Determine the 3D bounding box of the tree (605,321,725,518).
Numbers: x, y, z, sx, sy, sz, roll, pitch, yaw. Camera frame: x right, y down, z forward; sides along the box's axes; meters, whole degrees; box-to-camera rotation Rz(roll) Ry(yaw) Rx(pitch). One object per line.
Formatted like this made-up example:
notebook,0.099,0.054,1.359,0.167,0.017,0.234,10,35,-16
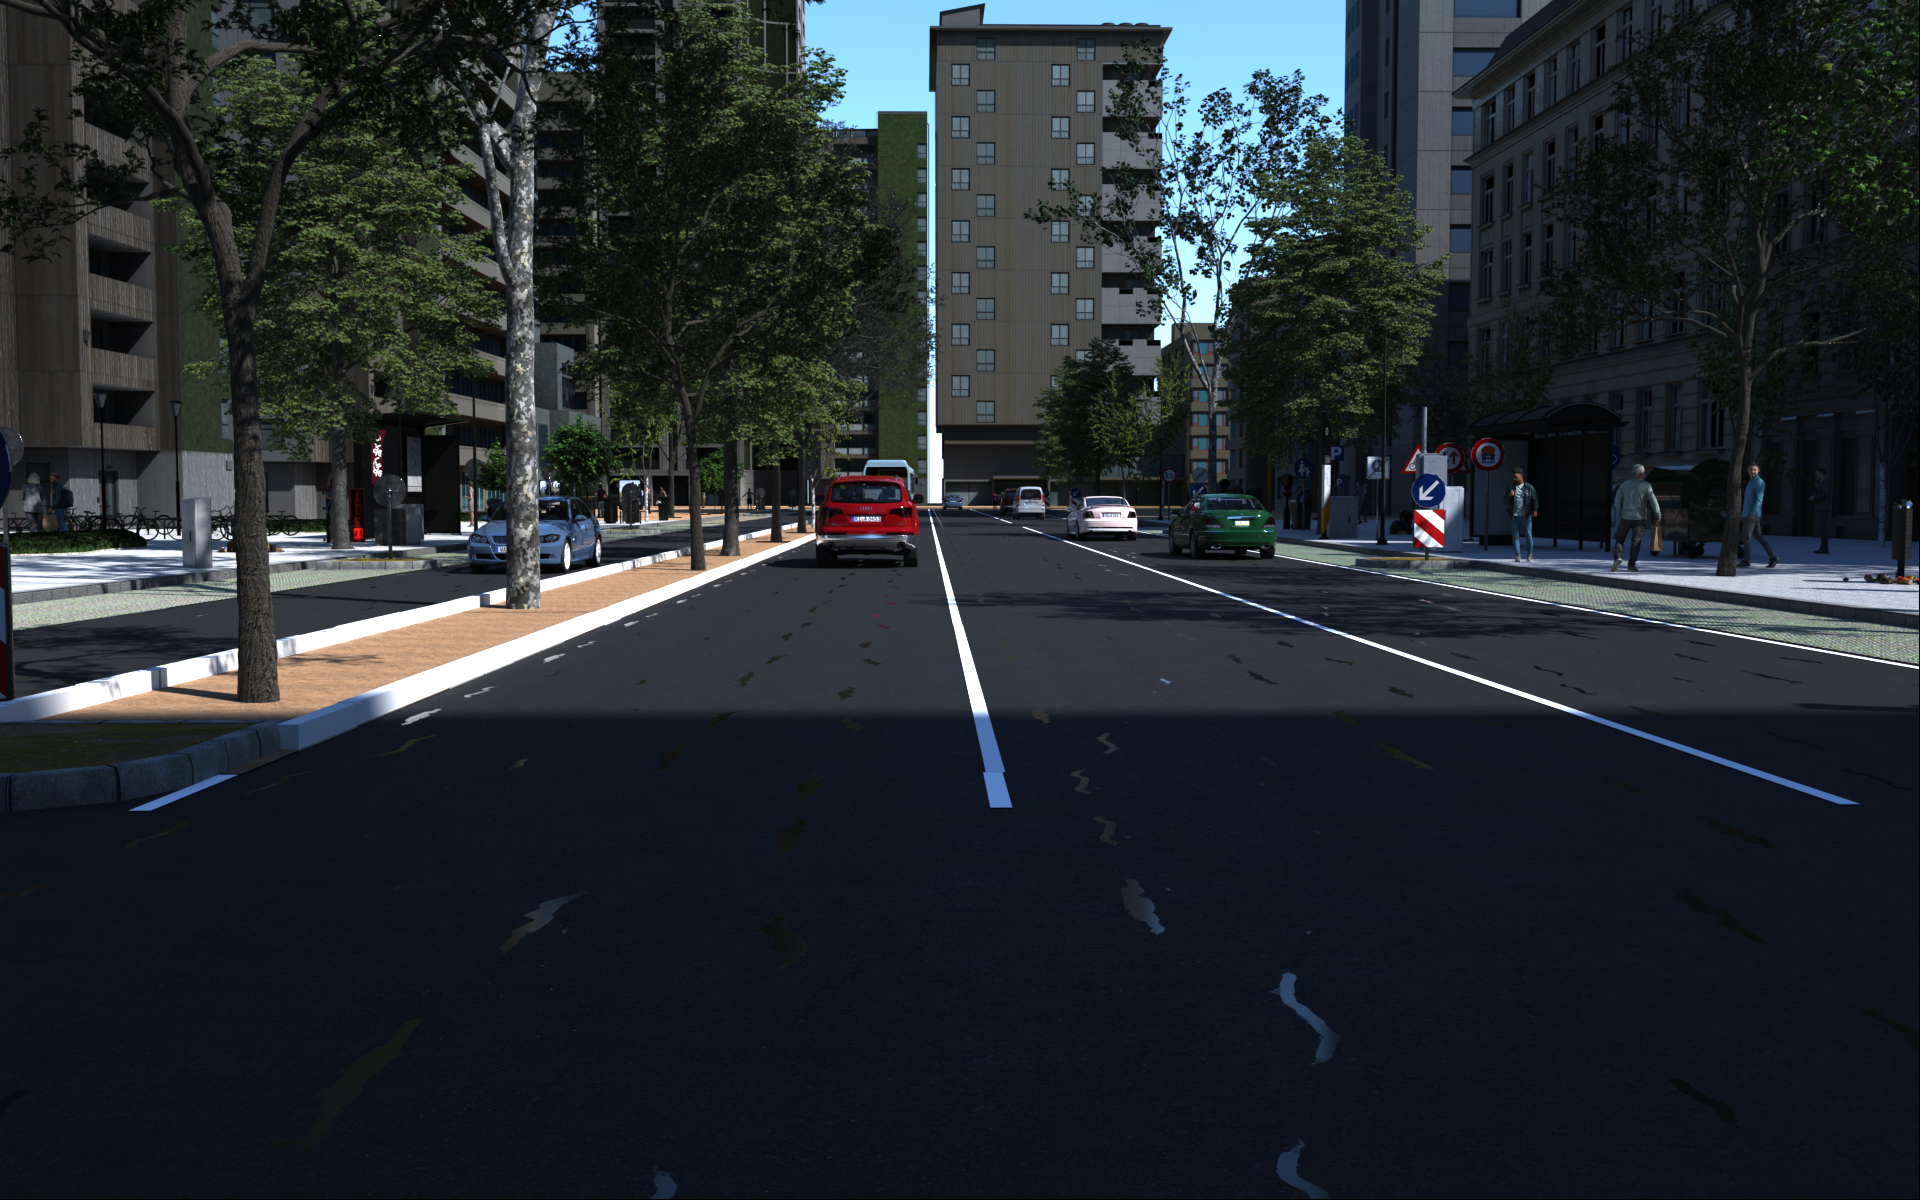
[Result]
tree,-15.446,-10.221,92.867,9.928,11.665,9.643,0,3,0

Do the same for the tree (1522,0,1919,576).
tree,12.263,-5.637,26.574,7.601,10.594,8.767,2,4,32

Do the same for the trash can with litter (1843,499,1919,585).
trash can with litter,13.798,-0.865,25.199,1.678,1.210,2.233,2,4,25

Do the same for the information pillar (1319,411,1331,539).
information pillar,10.408,-3.541,49.248,0.183,3.616,0.504,2,4,32

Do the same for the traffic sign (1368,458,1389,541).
traffic sign,11.481,-2.782,47.613,0.606,2.300,0.079,0,4,7

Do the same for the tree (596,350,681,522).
tree,-14.660,-7.951,80.364,4.737,8.622,4.395,0,3,0

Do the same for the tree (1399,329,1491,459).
tree,21.739,-7.805,77.972,4.360,8.622,3.978,0,3,0

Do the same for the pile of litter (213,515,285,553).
pile of litter,-15.774,-1.488,38.296,1.719,0.858,1.176,2,4,28

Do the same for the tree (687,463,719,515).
tree,-16.056,-6.869,106.909,1.663,3.219,1.824,0,3,0

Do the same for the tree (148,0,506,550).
tree,-14.172,-7.424,39.513,7.486,12.596,7.792,0,3,0

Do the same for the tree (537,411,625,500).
tree,-15.148,-5.202,68.773,4.285,4.588,4.351,0,3,0

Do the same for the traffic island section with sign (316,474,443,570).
traffic island section with sign,-11.165,-1.525,33.558,1.989,1.847,2.006,0,4,-1

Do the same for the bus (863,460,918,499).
bus,-3.994,-6.436,100.083,2.948,3.499,13.247,0,4,0

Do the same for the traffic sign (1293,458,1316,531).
traffic sign,12.073,-3.711,60.779,0.768,2.556,0.104,0,4,3

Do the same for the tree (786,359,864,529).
tree,-6.006,-7.229,71.021,4.737,8.622,4.395,0,3,0

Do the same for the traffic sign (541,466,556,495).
traffic sign,-18.094,-4.666,76.390,0.768,2.556,0.104,0,4,4

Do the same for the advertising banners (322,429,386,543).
advertising banners,-16.106,-3.056,46.154,0.090,3.025,2.074,2,4,32

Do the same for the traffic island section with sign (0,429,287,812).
traffic island section with sign,-4.766,-0.037,8.735,2.006,1.907,1.989,0,4,-1

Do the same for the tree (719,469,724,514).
tree,-15.863,-7.128,111.150,1.663,3.219,1.824,0,3,0

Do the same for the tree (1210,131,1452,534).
tree,11.900,-8.346,54.591,7.486,12.596,7.792,0,3,0

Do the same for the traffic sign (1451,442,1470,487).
traffic sign,12.406,-2.668,43.618,0.884,2.594,0.081,0,4,4

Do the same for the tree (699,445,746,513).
tree,-16.111,-8.120,116.471,4.285,4.588,4.351,0,3,0

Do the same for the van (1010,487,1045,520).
van,3.885,-5.596,98.506,2.013,2.044,4.112,0,4,-2

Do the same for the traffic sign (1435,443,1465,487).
traffic sign,12.118,-2.623,42.992,0.768,2.556,0.104,0,4,4

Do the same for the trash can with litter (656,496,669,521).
trash can with litter,-14.390,-4.431,83.827,0.624,1.170,1.055,0,4,-6

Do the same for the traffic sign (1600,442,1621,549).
traffic sign,15.086,-2.480,40.655,0.768,2.556,0.104,0,4,4

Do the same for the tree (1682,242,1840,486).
tree,22.579,-6.074,49.666,4.737,8.622,4.395,0,3,0

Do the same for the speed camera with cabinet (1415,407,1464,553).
speed camera with cabinet,10.722,-2.714,38.710,0.660,3.252,2.038,0,4,1

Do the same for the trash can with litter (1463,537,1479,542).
trash can with litter,13.481,-2.194,46.927,2.233,1.210,1.678,1,4,15

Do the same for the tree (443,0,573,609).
tree,-6.677,-9.998,21.817,12.611,20.169,13.585,0,3,0

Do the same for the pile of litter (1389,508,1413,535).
pile of litter,14.429,-2.523,55.223,1.719,0.858,1.176,-1,4,-15

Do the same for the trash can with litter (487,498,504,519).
trash can with litter,-13.945,-2.507,52.369,0.624,1.170,1.055,-2,4,-24

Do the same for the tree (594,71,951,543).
tree,-5.358,-8.410,50.336,12.009,13.543,11.850,0,3,0

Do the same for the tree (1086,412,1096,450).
tree,9.507,-9.186,100.557,4.737,8.622,4.395,0,3,0

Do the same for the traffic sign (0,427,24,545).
traffic sign,-18.140,-2.004,32.878,0.768,2.556,0.104,0,4,2

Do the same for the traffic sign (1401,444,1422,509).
traffic sign,11.800,-2.733,44.687,0.884,2.594,0.081,0,4,1

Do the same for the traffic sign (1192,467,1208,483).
traffic sign,11.453,-5.050,82.669,0.768,2.556,0.104,0,4,8

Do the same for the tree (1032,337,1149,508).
tree,10.227,-12.654,125.020,7.486,12.596,7.792,0,3,0

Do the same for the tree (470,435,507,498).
tree,-15.125,-3.820,57.066,1.663,3.219,1.824,0,3,0

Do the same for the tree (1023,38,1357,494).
tree,9.452,-13.302,73.381,12.611,20.169,13.585,0,3,0

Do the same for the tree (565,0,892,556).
tree,-5.387,-7.297,39.895,7.486,12.596,7.792,0,3,0

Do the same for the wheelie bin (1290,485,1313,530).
wheelie bin,12.297,-3.327,62.312,0.693,1.594,0.980,-1,4,-11

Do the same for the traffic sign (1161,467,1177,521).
traffic sign,9.972,-5.045,82.598,0.768,2.556,0.104,0,3,0

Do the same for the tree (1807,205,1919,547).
tree,22.473,-5.581,41.605,4.360,8.622,3.978,0,3,0

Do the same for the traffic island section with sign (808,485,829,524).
traffic island section with sign,-6.300,-4.631,83.858,2.006,1.907,1.989,0,4,-1

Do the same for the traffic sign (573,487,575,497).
traffic sign,-16.191,-4.441,72.711,0.768,2.556,0.104,0,4,3

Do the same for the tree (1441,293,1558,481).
tree,19.849,-6.858,62.486,4.737,8.622,4.395,0,3,0

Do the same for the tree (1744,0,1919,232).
tree,11.277,-5.552,16.530,9.928,11.665,9.643,0,3,0

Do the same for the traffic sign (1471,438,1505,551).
traffic sign,11.942,-2.394,39.254,0.768,2.556,0.104,0,4,2

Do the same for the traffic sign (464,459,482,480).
traffic sign,-17.419,-3.797,62.185,0.768,2.556,0.104,0,4,5

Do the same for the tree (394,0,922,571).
tree,-4.866,-5.839,32.335,8.767,10.594,7.601,0,4,-1

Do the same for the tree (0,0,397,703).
tree,-4.811,-4.592,11.949,8.767,10.594,7.601,0,4,-1

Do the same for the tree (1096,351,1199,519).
tree,10.308,-8.497,89.288,4.737,8.622,4.395,0,3,0
